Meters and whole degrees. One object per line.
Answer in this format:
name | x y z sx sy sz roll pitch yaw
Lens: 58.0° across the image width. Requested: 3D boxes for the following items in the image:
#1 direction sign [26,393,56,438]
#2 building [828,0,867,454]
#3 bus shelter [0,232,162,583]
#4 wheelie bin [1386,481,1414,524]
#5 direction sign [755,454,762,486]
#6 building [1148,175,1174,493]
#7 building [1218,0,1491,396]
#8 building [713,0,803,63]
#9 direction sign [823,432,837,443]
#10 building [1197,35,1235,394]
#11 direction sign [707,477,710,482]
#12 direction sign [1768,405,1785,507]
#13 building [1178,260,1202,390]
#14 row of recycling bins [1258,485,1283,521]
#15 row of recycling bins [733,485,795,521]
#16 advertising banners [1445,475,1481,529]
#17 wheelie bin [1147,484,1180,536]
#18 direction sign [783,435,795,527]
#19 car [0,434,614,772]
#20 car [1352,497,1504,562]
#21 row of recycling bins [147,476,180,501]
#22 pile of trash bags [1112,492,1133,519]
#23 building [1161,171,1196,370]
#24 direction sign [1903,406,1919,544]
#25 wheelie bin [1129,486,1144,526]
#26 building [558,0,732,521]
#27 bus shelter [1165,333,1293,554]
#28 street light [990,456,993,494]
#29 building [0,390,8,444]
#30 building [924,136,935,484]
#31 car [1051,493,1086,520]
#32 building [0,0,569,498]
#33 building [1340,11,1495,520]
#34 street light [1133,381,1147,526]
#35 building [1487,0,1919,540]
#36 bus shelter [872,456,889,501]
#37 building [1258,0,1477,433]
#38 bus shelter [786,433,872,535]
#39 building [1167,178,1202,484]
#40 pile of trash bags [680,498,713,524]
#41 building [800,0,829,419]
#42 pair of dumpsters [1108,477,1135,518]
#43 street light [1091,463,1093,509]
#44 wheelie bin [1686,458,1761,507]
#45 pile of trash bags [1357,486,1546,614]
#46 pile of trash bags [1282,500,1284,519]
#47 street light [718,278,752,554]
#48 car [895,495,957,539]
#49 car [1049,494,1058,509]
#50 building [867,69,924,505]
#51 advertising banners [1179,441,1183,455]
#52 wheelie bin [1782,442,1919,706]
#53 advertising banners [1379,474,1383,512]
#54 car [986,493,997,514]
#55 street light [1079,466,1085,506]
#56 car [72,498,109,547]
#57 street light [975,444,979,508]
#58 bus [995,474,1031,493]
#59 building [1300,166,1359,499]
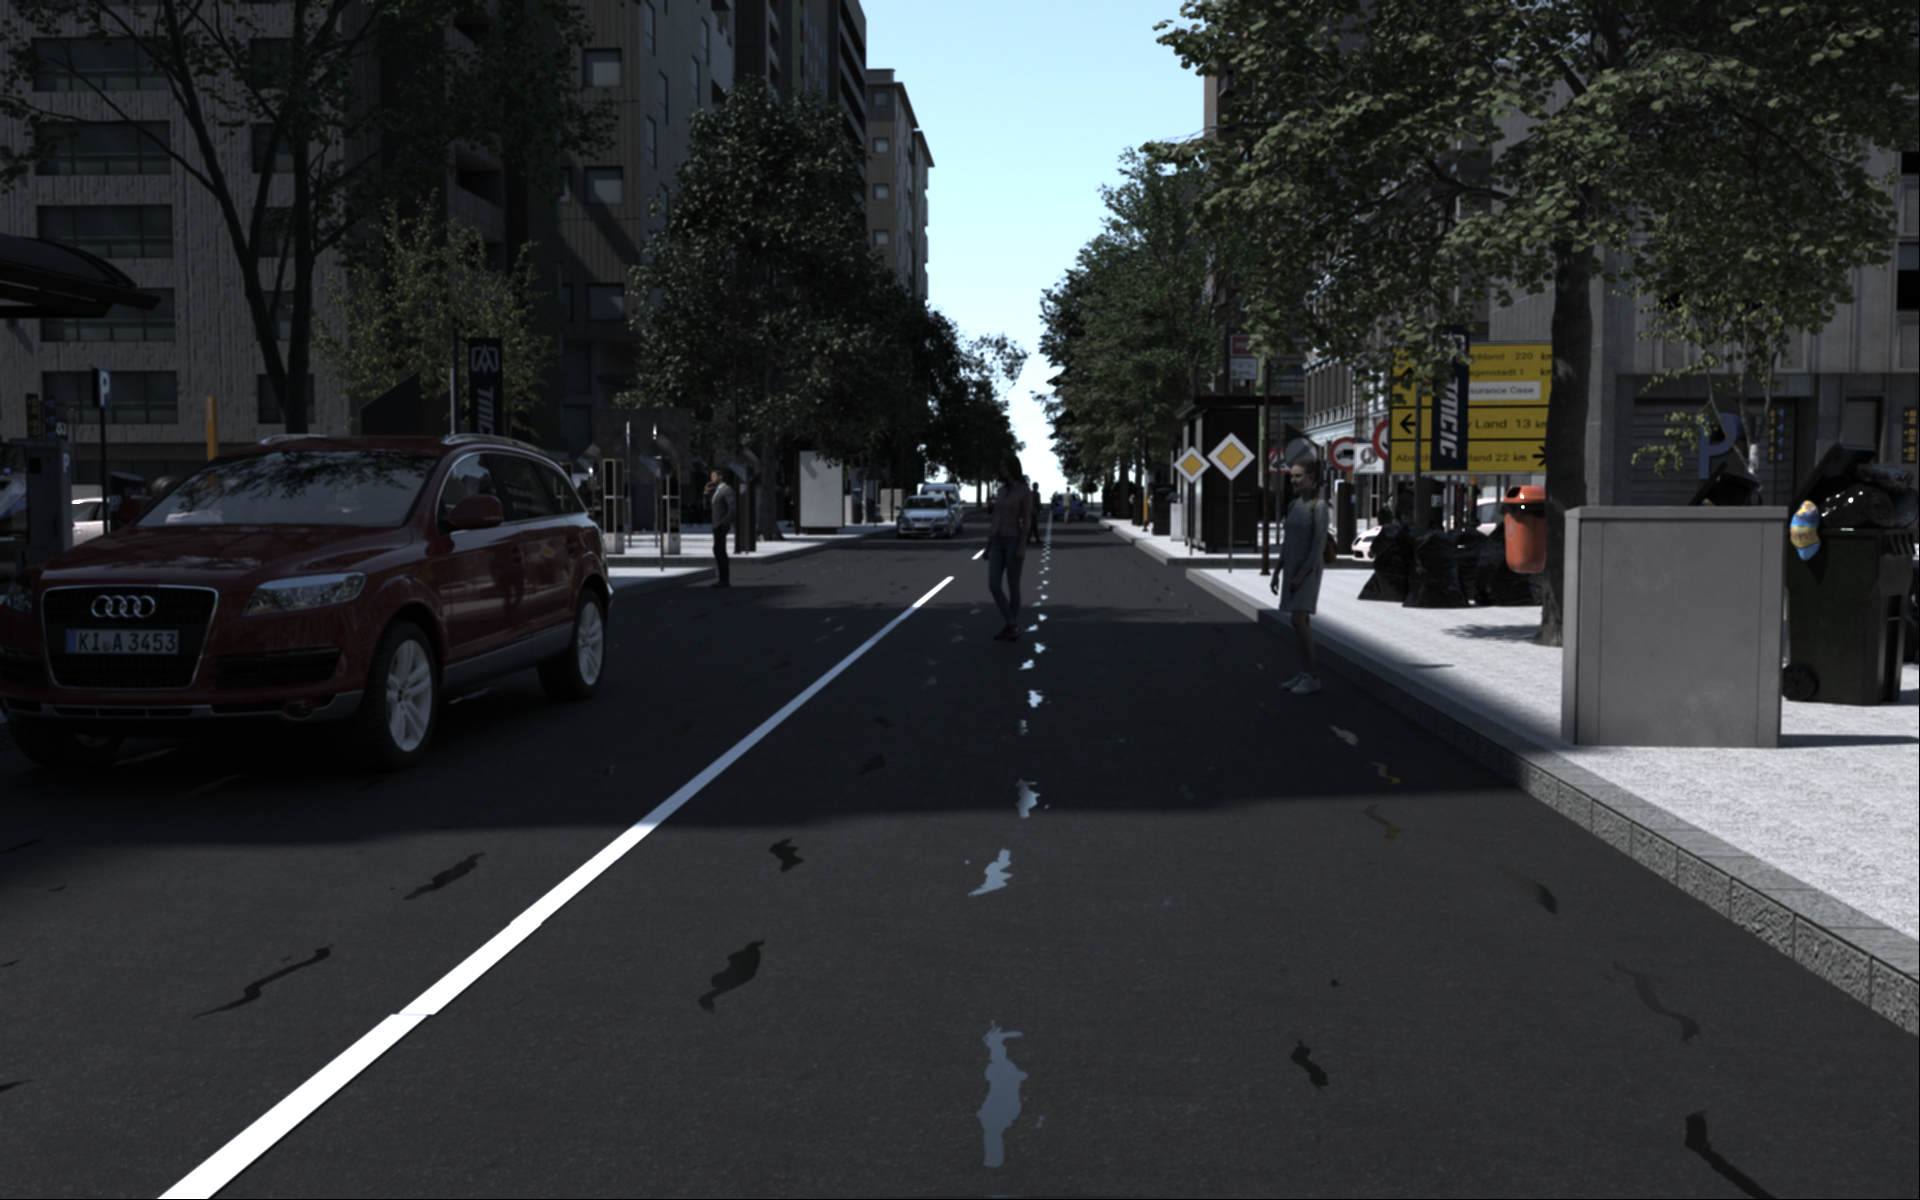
direction sign | -20.841 -2.897 39.358 0.379 3.537 0.876 1 4 12
building | -19.845 -32.267 151.271 21.300 48.544 21.600 0 4 3
bus shelter | -7.582 -1.063 11.305 2.014 3.302 5.546 0 4 3
wheelie bin | 10.490 -2.008 40.732 0.980 1.594 0.693 -3 5 -41
direction sign | -11.298 -6.501 98.282 0.876 3.537 0.379 0 4 -6
building | 39.224 -38.789 257.898 21.300 48.544 21.600 0 4 3
building | 33.264 -30.009 145.263 22.147 44.769 28.867 0 4 3
building | -18.719 -26.643 119.201 14.154 41.232 14.086 0 4 3
direction sign | -4.478 -4.170 60.182 0.876 3.537 0.379 -2 4 -35
building | 30.897 -31.608 166.898 14.600 45.320 14.200 0 4 3
direction sign | -16.185 -7.169 109.207 0.876 3.537 0.379 1 4 18
direction sign | 20.896 -3.205 44.391 0.379 3.537 0.876 0 4 2
building | 33.647 -26.924 211.908 14.160 30.474 14.107 0 4 3
row of recycling bins | 14.446 -4.567 81.775 3.534 1.692 1.069 2 4 28
row of recycling bins | -9.135 -4.587 82.109 3.534 1.692 1.069 -2 4 -27
advertising banners | 7.101 -1.738 24.609 0.090 3.025 2.074 0 4 3
wheelie bin | 6.293 -2.792 53.558 0.980 1.594 0.693 0 4 6
direction sign | -6.591 -4.591 67.057 0.379 3.537 0.876 -3 5 -41
car | -3.704 -0.124 10.699 2.281 1.827 5.304 0 4 5
car | 9.871 -1.247 32.744 4.827 1.381 2.083 0 4 4
row of recycling bins | -17.834 -2.014 40.044 1.069 1.692 3.534 2 4 35
pile of trash bags | 9.428 -4.892 89.736 3.447 1.369 1.912 -2 4 -25
building | 35.140 -36.055 239.602 14.600 45.320 14.200 0 4 3
direction sign | 24.688 -3.214 44.550 0.876 3.537 0.379 3 5 44
wheelie bin | 7.394 -3.817 70.318 0.980 1.594 0.693 -1 4 -11
building | -27.569 -30.848 93.596 28.713 52.752 27.495 0 4 3
bus shelter | 6.268 -3.883 41.113 2.179 5.291 8.768 0 4 3
street light | 3.651 -13.670 196.293 0.468 5.910 1.993 0 4 3
building | -44.084 -22.848 65.440 23.993 40.220 32.217 0 4 3
building | -18.639 -40.272 247.681 28.713 52.752 27.495 0 4 3
car | 6.065 -5.330 96.744 1.945 1.707 3.694 0 4 3
building | -22.383 -17.582 59.161 14.160 30.474 14.107 0 4 3
building | 25.447 -14.385 76.997 13.314 21.916 24.055 0 4 3
street light | 7.110 -5.857 68.546 0.468 5.910 1.993 0 4 3
building | 27.257 -14.243 50.902 19.932 24.808 12.078 0 4 3
bus shelter | -4.937 -5.873 89.954 2.014 3.302 5.546 0 4 3
building | 28.161 -26.932 123.937 14.154 41.232 14.086 0 4 3
bus shelter | -4.259 -3.833 56.596 2.014 3.302 5.546 0 4 3
building | 34.068 -33.153 225.647 14.154 41.232 14.086 0 4 3
pile of trash bags | -11.472 -3.968 74.630 1.912 1.369 3.447 2 4 27
building | -17.861 -29.557 133.371 14.600 45.320 14.200 0 4 3
pair of dumpsters | 8.981 -5.674 95.256 1.574 2.255 4.437 0 4 3
street light | 11.061 -10.512 144.657 0.468 5.910 1.993 0 4 3
wheelie bin | 6.880 -0.473 15.643 0.693 1.594 0.980 1 4 22
pile of trash bags | 5.902 -0.613 19.778 1.912 1.369 3.447 0 4 -6
pile of trash bags | 16.100 -5.008 91.632 3.447 1.369 1.912 2 4 28
street light | -4.797 -3.935 37.121 0.468 5.910 1.993 0 4 3
car | -1.080 -2.716 56.413 2.014 1.417 4.499 0 4 2
car | 9.706 -9.506 167.223 2.131 1.459 4.920 0 4 1
building | -20.350 -38.596 220.290 28.713 52.752 27.495 0 4 3
advertising banners | 8.115 -3.753 57.552 2.074 3.025 0.090 -2 4 -28
wheelie bin | 5.531 -0.174 10.749 0.980 1.594 0.693 -3 5 -43
advertising banners | 11.793 -3.202 48.545 0.090 3.025 2.074 1 4 12
car | 2.934 -7.116 125.379 2.155 1.783 4.494 0 4 1
street light | 13.402 -13.082 186.675 0.468 5.910 1.993 0 4 3
car | -16.774 -1.298 33.588 4.827 1.381 2.083 0 4 4
street light | 1.532 -11.175 155.491 0.468 5.910 1.993 0 4 3
bus | 4.949 -9.938 157.349 2.948 3.499 13.247 0 4 4
building | 26.415 -16.118 99.694 11.583 22.565 21.152 0 4 3
